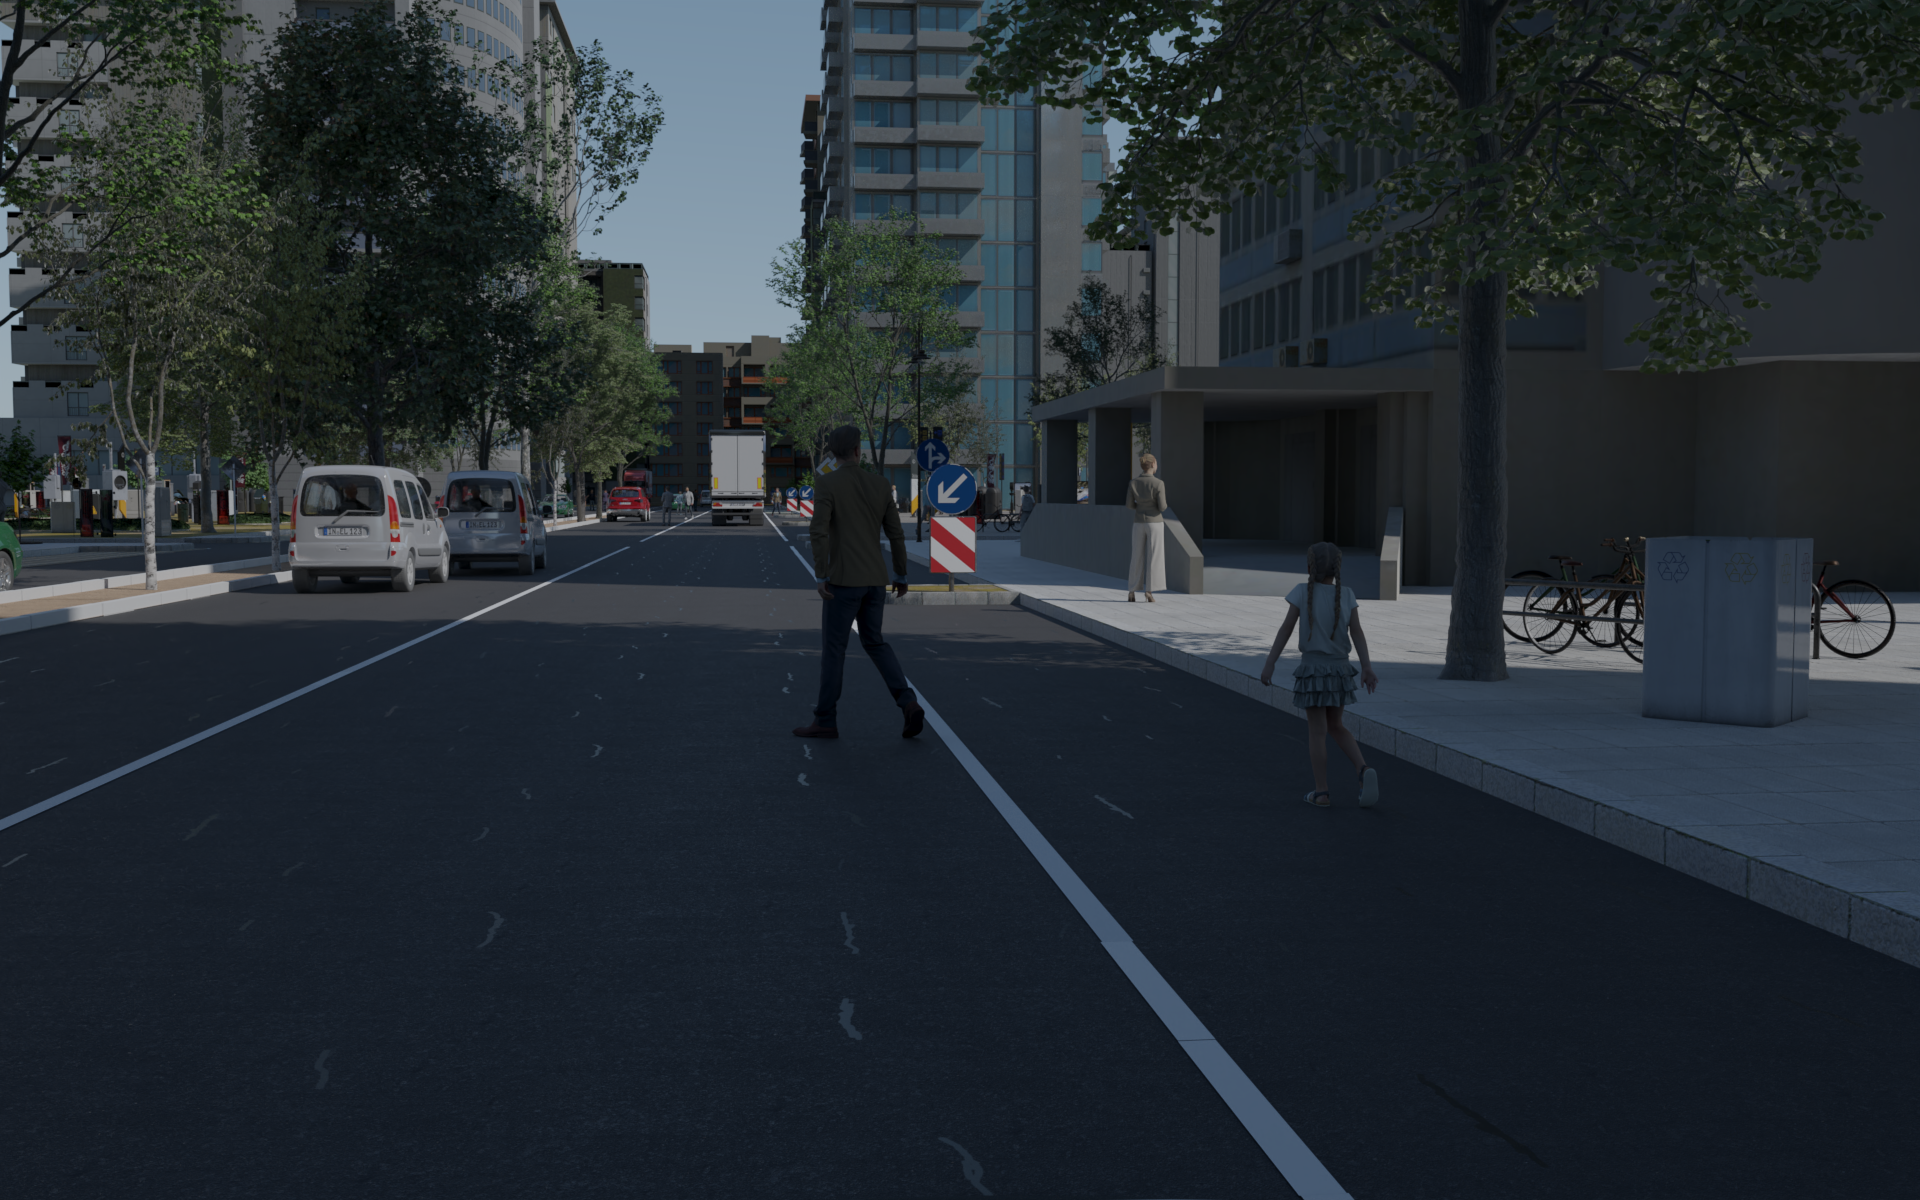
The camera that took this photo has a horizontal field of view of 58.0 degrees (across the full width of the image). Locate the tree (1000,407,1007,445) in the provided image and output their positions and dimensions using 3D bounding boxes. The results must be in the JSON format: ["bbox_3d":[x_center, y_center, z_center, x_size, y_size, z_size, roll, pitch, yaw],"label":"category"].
[{"bbox_3d":[1.628,-10.727,125.754,4.360,8.622,3.978,0,3,0],"label":"tree"}]

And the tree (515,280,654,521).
[{"bbox_3d":[-20.043,-10.429,91.102,7.486,12.596,7.792,0,3,0],"label":"tree"}]

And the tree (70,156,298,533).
[{"bbox_3d":[-24.838,-8.478,56.750,7.486,12.596,7.792,0,3,0],"label":"tree"}]

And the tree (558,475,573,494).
[{"bbox_3d":[-39.047,-10.861,172.175,1.663,3.219,1.824,0,3,0],"label":"tree"}]

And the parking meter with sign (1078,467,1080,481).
[{"bbox_3d":[8.598,-7.140,113.002,1.738,3.016,0.543,1,4,10],"label":"parking meter with sign"}]

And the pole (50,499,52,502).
[{"bbox_3d":[-57.426,-7.067,109.390,0.158,3.312,0.155,0,3,0],"label":"pole"}]

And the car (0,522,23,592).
[{"bbox_3d":[-13.923,-0.647,22.377,2.131,1.459,4.920,0,4,-5],"label":"car"}]

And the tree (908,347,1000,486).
[{"bbox_3d":[-0.503,-8.226,84.855,4.360,8.622,3.978,0,3,0],"label":"tree"}]

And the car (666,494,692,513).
[{"bbox_3d":[-22.009,-7.540,135.075,2.131,1.459,4.920,-1,4,-9],"label":"car"}]

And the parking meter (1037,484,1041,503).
[{"bbox_3d":[2.181,-2.218,44.673,0.372,1.533,0.369,0,3,0],"label":"parking meter"}]

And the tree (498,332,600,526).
[{"bbox_3d":[-18.206,-7.635,77.646,4.360,8.622,3.978,0,3,0],"label":"tree"}]

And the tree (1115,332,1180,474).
[{"bbox_3d":[8.892,-7.924,79.926,4.360,8.622,3.978,0,3,0],"label":"tree"}]

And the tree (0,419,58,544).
[{"bbox_3d":[-24.014,-3.048,44.430,1.663,3.219,1.824,0,3,0],"label":"tree"}]

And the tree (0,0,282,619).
[{"bbox_3d":[-10.898,-5.513,18.351,9.928,11.665,9.643,0,3,0],"label":"tree"}]

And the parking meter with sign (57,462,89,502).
[{"bbox_3d":[-39.806,-5.021,78.356,0.543,3.016,1.738,2,4,35],"label":"parking meter with sign"}]

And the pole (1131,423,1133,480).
[{"bbox_3d":[4.138,-2.970,42.396,0.158,3.312,0.155,0,3,0],"label":"pole"}]

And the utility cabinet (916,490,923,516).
[{"bbox_3d":[-2.181,-5.491,98.463,0.318,1.500,1.173,-1,4,-21],"label":"utility cabinet"}]

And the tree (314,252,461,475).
[{"bbox_3d":[-29.507,-11.114,88.362,9.857,13.997,8.962,0,3,0],"label":"tree"}]

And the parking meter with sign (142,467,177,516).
[{"bbox_3d":[-46.895,-6.419,101.216,1.738,3.016,0.543,-2,4,-30],"label":"parking meter with sign"}]

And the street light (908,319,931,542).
[{"bbox_3d":[-1.085,-4.475,45.960,0.468,5.910,1.993,0,4,-7],"label":"street light"}]

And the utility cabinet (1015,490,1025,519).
[{"bbox_3d":[3.097,-4.812,87.360,0.318,1.500,1.173,1,4,17],"label":"utility cabinet"}]

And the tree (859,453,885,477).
[{"bbox_3d":[-4.201,-4.863,74.111,1.663,3.219,1.824,0,3,0],"label":"tree"}]

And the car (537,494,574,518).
[{"bbox_3d":[-24.712,-5.759,105.956,2.131,1.459,4.920,0,4,-7],"label":"car"}]

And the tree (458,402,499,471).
[{"bbox_3d":[-32.488,-10.215,117.373,4.360,8.622,3.978,0,3,0],"label":"tree"}]

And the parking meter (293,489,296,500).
[{"bbox_3d":[-34.975,-5.074,91.363,0.372,1.533,0.369,0,3,0],"label":"parking meter"}]

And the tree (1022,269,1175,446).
[{"bbox_3d":[6.112,-8.445,72.494,7.601,10.594,8.767,0,4,-2],"label":"tree"}]

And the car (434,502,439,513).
[{"bbox_3d":[-21.864,-4.094,75.969,2.155,1.783,4.494,0,4,-7],"label":"car"}]

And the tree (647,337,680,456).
[{"bbox_3d":[-20.807,-10.505,99.969,9.928,11.665,9.643,0,3,0],"label":"tree"}]

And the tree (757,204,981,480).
[{"bbox_3d":[-3.043,-8.430,63.593,9.928,11.665,9.643,0,3,0],"label":"tree"}]

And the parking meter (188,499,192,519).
[{"bbox_3d":[-39.616,-4.950,89.338,0.372,1.533,0.369,0,3,0],"label":"parking meter"}]

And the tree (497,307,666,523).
[{"bbox_3d":[-18.375,-8.979,83.680,8.767,10.594,7.601,0,4,-7],"label":"tree"}]

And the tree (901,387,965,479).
[{"bbox_3d":[-1.832,-9.909,112.369,4.737,8.622,4.395,0,3,0],"label":"tree"}]

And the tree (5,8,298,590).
[{"bbox_3d":[-12.060,-4.458,25.709,4.360,8.622,3.978,0,3,0],"label":"tree"}]

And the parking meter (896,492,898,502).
[{"bbox_3d":[-4.558,-6.951,122.060,0.372,1.533,0.369,0,3,0],"label":"parking meter"}]

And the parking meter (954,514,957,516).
[{"bbox_3d":[-0.321,-5.596,99.903,0.372,1.533,0.369,0,3,0],"label":"parking meter"}]

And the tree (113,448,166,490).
[{"bbox_3d":[-57.340,-8.410,121.225,4.285,4.588,4.351,0,3,0],"label":"tree"}]

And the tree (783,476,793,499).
[{"bbox_3d":[-17.815,-11.625,184.675,1.663,3.219,1.824,0,3,0],"label":"tree"}]

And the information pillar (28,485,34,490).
[{"bbox_3d":[-57.582,-6.290,107.337,0.304,2.012,0.304,1,4,18],"label":"information pillar"}]

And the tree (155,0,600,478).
[{"bbox_3d":[-13.185,-7.306,38.913,9.611,12.733,9.660,0,3,0],"label":"tree"}]

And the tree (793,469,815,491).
[{"bbox_3d":[-11.639,-8.432,132.462,1.663,3.219,1.824,0,3,0],"label":"tree"}]

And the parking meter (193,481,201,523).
[{"bbox_3d":[-33.283,-4.275,75.611,0.255,1.863,0.399,0,4,1],"label":"parking meter"}]

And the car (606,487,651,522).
[{"bbox_3d":[-17.324,-5.005,90.502,2.281,1.827,5.304,0,4,-7],"label":"car"}]

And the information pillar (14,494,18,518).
[{"bbox_3d":[-37.614,-4.749,68.993,0.183,3.616,0.504,-1,4,-22],"label":"information pillar"}]

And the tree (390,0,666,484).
[{"bbox_3d":[-18.189,-12.791,67.484,12.611,20.169,13.585,0,3,0],"label":"tree"}]

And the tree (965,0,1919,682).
[{"bbox_3d":[3.477,-5.748,12.111,7.486,12.596,7.792,0,3,0],"label":"tree"}]

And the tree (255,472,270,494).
[{"bbox_3d":[-45.971,-7.313,114.168,1.663,3.219,1.824,0,3,0],"label":"tree"}]

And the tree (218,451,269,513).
[{"bbox_3d":[-45.611,-7.758,110.561,4.285,4.588,4.351,0,3,0],"label":"tree"}]

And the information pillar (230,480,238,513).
[{"bbox_3d":[-37.373,-5.180,89.182,0.304,2.012,0.304,-3,4,-37],"label":"information pillar"}]

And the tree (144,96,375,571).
[{"bbox_3d":[-12.669,-4.830,31.785,4.737,8.622,4.395,0,3,0],"label":"tree"}]

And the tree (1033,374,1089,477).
[{"bbox_3d":[7.386,-9.084,98.880,4.737,8.622,4.395,0,3,0],"label":"tree"}]

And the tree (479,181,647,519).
[{"bbox_3d":[-15.551,-7.855,56.634,9.928,11.665,9.643,0,3,0],"label":"tree"}]

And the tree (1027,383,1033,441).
[{"bbox_3d":[5.993,-9.488,105.487,4.737,8.622,4.395,0,3,0],"label":"tree"}]

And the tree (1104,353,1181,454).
[{"bbox_3d":[10.027,-8.453,88.564,4.737,8.622,4.395,0,3,0],"label":"tree"}]
